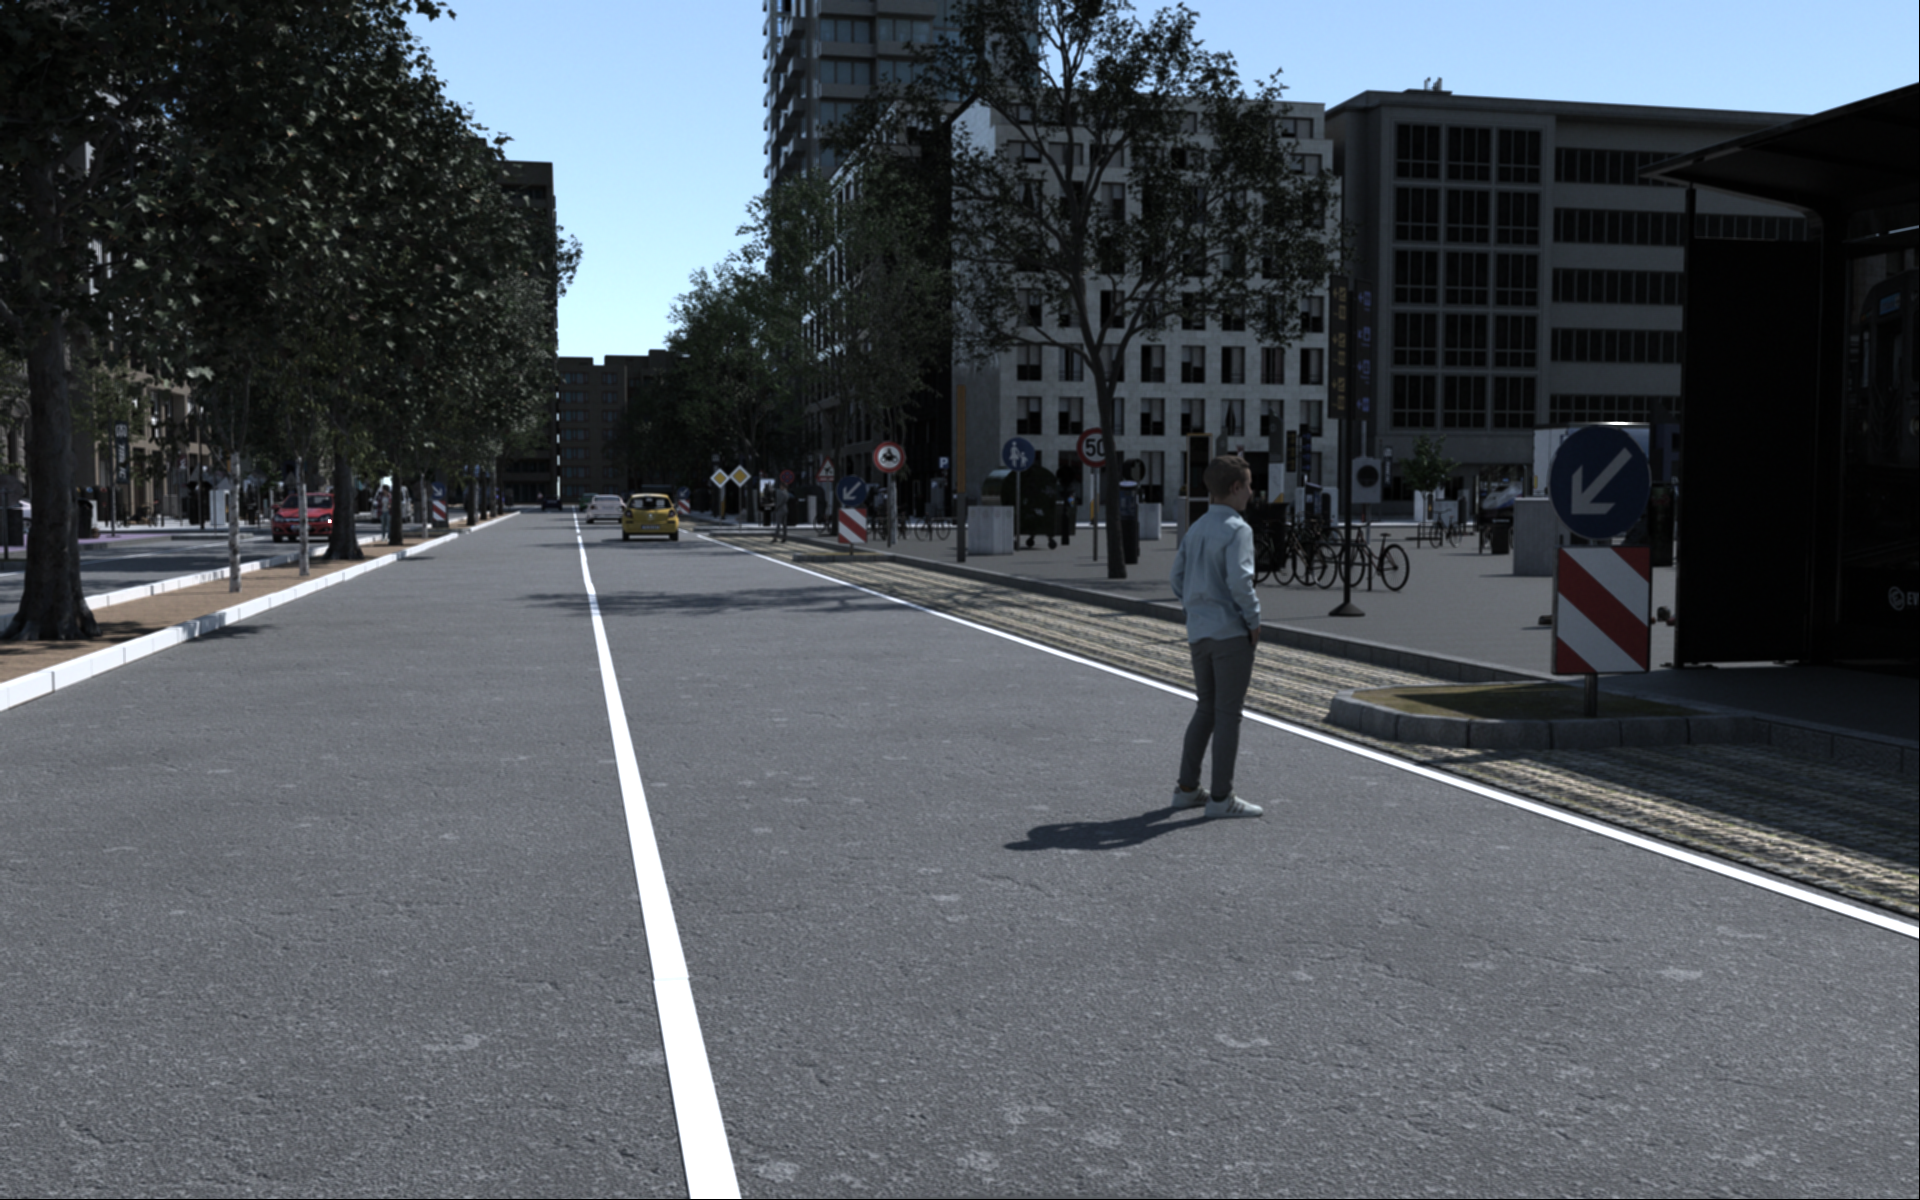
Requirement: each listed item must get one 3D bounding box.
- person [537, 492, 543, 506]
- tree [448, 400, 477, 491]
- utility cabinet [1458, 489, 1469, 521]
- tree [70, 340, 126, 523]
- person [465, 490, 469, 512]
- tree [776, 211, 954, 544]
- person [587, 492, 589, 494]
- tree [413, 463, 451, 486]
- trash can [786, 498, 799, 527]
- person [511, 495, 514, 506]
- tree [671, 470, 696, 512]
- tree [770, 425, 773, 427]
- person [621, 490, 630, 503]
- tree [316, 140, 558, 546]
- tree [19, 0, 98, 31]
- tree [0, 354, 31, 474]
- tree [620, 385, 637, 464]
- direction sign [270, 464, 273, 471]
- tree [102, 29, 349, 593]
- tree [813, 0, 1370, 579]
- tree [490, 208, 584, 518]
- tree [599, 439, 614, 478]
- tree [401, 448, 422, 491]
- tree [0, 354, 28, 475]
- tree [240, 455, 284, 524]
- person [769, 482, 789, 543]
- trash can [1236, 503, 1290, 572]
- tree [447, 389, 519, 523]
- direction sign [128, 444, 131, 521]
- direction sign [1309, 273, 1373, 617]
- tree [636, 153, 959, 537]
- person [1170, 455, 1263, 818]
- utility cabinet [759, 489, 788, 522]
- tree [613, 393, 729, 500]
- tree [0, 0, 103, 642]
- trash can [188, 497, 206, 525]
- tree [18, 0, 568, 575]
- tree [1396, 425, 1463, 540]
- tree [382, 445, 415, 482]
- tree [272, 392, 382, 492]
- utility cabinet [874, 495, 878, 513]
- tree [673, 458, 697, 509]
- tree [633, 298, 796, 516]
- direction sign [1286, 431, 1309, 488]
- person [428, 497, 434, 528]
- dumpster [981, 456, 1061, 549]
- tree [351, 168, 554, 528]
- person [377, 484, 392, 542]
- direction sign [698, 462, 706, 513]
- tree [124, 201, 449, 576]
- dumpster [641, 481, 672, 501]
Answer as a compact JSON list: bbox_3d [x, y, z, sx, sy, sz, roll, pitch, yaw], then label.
[{"bbox_3d":[-51.469,-12.388,211.984,0.756,1.711,0.436,2,4,32],"label":"person"},{"bbox_3d":[-16.942,-6.228,54.655,4.737,8.622,4.395,0,3,0],"label":"tree"},{"bbox_3d":[24.048,-4.533,82.798,0.318,1.500,1.173,0,4,4],"label":"utility cabinet"},{"bbox_3d":[-36.971,-7.643,75.326,4.737,8.622,4.395,0,3,0],"label":"tree"},{"bbox_3d":[-38.683,-7.797,136.160,0.592,1.802,0.473,-2,4,-35],"label":"person"},{"bbox_3d":[-1.902,-5.742,44.250,4.360,8.622,3.978,0,3,0],"label":"tree"},{"bbox_3d":[-44.131,-11.979,205.069,1.217,1.735,0.721,2,4,28],"label":"person"},{"bbox_3d":[-56.287,-12.361,185.820,4.285,4.588,4.351,0,3,0],"label":"tree"},{"bbox_3d":[-6.729,-3.485,68.639,0.748,1.137,0.748,0,3,0],"label":"trash can"},{"bbox_3d":[-54.478,-12.342,210.157,0.709,1.838,0.599,1,4,11],"label":"person"},{"bbox_3d":[-19.325,-7.803,122.186,1.663,3.219,1.824,0,3,0],"label":"tree"},{"bbox_3d":[-10.890,-10.176,116.742,4.360,8.622,3.978,0,3,0],"label":"tree"},{"bbox_3d":[-31.794,-9.540,164.463,0.705,1.826,1.348,3,4,36],"label":"person"},{"bbox_3d":[-15.414,-7.284,47.303,9.928,11.665,9.643,0,3,0],"label":"tree"},{"bbox_3d":[-6.120,-5.669,5.523,12.009,13.543,11.850,0,3,0],"label":"tree"},{"bbox_3d":[-34.895,-6.842,62.223,4.360,8.622,3.978,0,3,0],"label":"tree"},{"bbox_3d":[-9.435,-9.277,77.434,9.928,11.665,9.643,0,3,0],"label":"tree"},{"bbox_3d":[-44.843,-7.345,112.089,0.876,3.537,0.379,1,4,8],"label":"direction sign"},{"bbox_3d":[-10.570,-4.419,25.071,4.360,8.622,3.978,0,3,0],"label":"tree"},{"bbox_3d":[2.295,-5.626,26.406,8.767,10.594,7.601,-1,4,-21],"label":"tree"},{"bbox_3d":[-29.590,-15.066,104.673,12.611,20.169,13.585,0,3,0],"label":"tree"},{"bbox_3d":[-40.146,-17.143,214.699,8.767,10.594,7.601,-2,4,-30],"label":"tree"},{"bbox_3d":[-45.299,-11.561,139.384,4.360,8.622,3.978,0,3,0],"label":"tree"},{"bbox_3d":[-23.781,-5.523,40.670,4.737,8.622,4.395,0,3,0],"label":"tree"},{"bbox_3d":[-30.197,-4.935,75.292,1.663,3.219,1.824,0,3,0],"label":"tree"},{"bbox_3d":[-5.279,-2.551,50.483,0.573,1.790,0.520,0,4,-5],"label":"person"},{"bbox_3d":[5.103,-1.047,28.765,0.748,1.137,0.748,0,3,0],"label":"trash can"},{"bbox_3d":[-24.102,-8.153,86.129,4.360,8.622,3.978,0,3,0],"label":"tree"},{"bbox_3d":[-37.801,-5.309,78.795,0.379,3.537,0.876,-2,4,-30],"label":"direction sign"},{"bbox_3d":[4.088,-1.602,18.195,0.379,3.537,0.876,3,5,41],"label":"direction sign"},{"bbox_3d":[-3.598,-7.739,52.287,9.928,11.665,9.643,0,3,0],"label":"tree"},{"bbox_3d":[1.172,0.159,7.711,0.330,1.601,0.589,-1,4,-16],"label":"person"},{"bbox_3d":[-8.518,-4.333,79.525,1.173,1.500,0.318,-1,4,-18],"label":"utility cabinet"},{"bbox_3d":[-20.501,-11.892,128.840,7.601,10.594,8.767,0,4,7],"label":"tree"},{"bbox_3d":[-9.060,-5.967,17.029,9.611,12.733,9.660,0,3,0],"label":"tree"},{"bbox_3d":[-32.058,-3.738,72.764,0.748,1.137,0.748,0,3,0],"label":"trash can"},{"bbox_3d":[-13.494,-7.226,37.604,9.611,12.733,9.660,0,3,0],"label":"tree"},{"bbox_3d":[13.035,-3.319,48.872,1.663,3.219,1.824,0,3,0],"label":"tree"},{"bbox_3d":[-42.642,-12.648,124.927,7.486,12.596,7.792,0,3,0],"label":"tree"},{"bbox_3d":[-34.950,-10.623,91.819,7.486,12.596,7.792,0,3,0],"label":"tree"},{"bbox_3d":[-3.866,-4.713,88.217,1.020,1.237,0.306,0,4,-4],"label":"utility cabinet"},{"bbox_3d":[-24.246,-12.146,148.941,4.737,8.622,4.395,0,3,0],"label":"tree"},{"bbox_3d":[-14.277,-11.261,101.124,9.611,12.733,9.660,0,3,0],"label":"tree"},{"bbox_3d":[12.075,-4.269,61.790,0.876,3.537,0.379,0,4,2],"label":"direction sign"},{"bbox_3d":[-20.876,-3.607,68.479,0.512,1.701,0.522,2,4,28],"label":"person"},{"bbox_3d":[1.453,-2.347,40.867,1.502,2.255,1.985,-1,4,-13],"label":"dumpster"},{"bbox_3d":[-20.333,-9.679,67.358,9.857,13.997,8.962,0,3,0],"label":"tree"},{"bbox_3d":[-17.219,-2.611,52.030,0.563,1.720,0.643,0,4,-2],"label":"person"},{"bbox_3d":[-17.642,-7.729,118.372,0.876,3.537,0.379,3,5,45],"label":"direction sign"},{"bbox_3d":[-11.317,-4.700,29.659,4.737,8.622,4.395,0,3,0],"label":"tree"},{"bbox_3d":[-19.463,-6.490,111.070,1.985,2.255,1.502,-1,4,-14],"label":"dumpster"}]
